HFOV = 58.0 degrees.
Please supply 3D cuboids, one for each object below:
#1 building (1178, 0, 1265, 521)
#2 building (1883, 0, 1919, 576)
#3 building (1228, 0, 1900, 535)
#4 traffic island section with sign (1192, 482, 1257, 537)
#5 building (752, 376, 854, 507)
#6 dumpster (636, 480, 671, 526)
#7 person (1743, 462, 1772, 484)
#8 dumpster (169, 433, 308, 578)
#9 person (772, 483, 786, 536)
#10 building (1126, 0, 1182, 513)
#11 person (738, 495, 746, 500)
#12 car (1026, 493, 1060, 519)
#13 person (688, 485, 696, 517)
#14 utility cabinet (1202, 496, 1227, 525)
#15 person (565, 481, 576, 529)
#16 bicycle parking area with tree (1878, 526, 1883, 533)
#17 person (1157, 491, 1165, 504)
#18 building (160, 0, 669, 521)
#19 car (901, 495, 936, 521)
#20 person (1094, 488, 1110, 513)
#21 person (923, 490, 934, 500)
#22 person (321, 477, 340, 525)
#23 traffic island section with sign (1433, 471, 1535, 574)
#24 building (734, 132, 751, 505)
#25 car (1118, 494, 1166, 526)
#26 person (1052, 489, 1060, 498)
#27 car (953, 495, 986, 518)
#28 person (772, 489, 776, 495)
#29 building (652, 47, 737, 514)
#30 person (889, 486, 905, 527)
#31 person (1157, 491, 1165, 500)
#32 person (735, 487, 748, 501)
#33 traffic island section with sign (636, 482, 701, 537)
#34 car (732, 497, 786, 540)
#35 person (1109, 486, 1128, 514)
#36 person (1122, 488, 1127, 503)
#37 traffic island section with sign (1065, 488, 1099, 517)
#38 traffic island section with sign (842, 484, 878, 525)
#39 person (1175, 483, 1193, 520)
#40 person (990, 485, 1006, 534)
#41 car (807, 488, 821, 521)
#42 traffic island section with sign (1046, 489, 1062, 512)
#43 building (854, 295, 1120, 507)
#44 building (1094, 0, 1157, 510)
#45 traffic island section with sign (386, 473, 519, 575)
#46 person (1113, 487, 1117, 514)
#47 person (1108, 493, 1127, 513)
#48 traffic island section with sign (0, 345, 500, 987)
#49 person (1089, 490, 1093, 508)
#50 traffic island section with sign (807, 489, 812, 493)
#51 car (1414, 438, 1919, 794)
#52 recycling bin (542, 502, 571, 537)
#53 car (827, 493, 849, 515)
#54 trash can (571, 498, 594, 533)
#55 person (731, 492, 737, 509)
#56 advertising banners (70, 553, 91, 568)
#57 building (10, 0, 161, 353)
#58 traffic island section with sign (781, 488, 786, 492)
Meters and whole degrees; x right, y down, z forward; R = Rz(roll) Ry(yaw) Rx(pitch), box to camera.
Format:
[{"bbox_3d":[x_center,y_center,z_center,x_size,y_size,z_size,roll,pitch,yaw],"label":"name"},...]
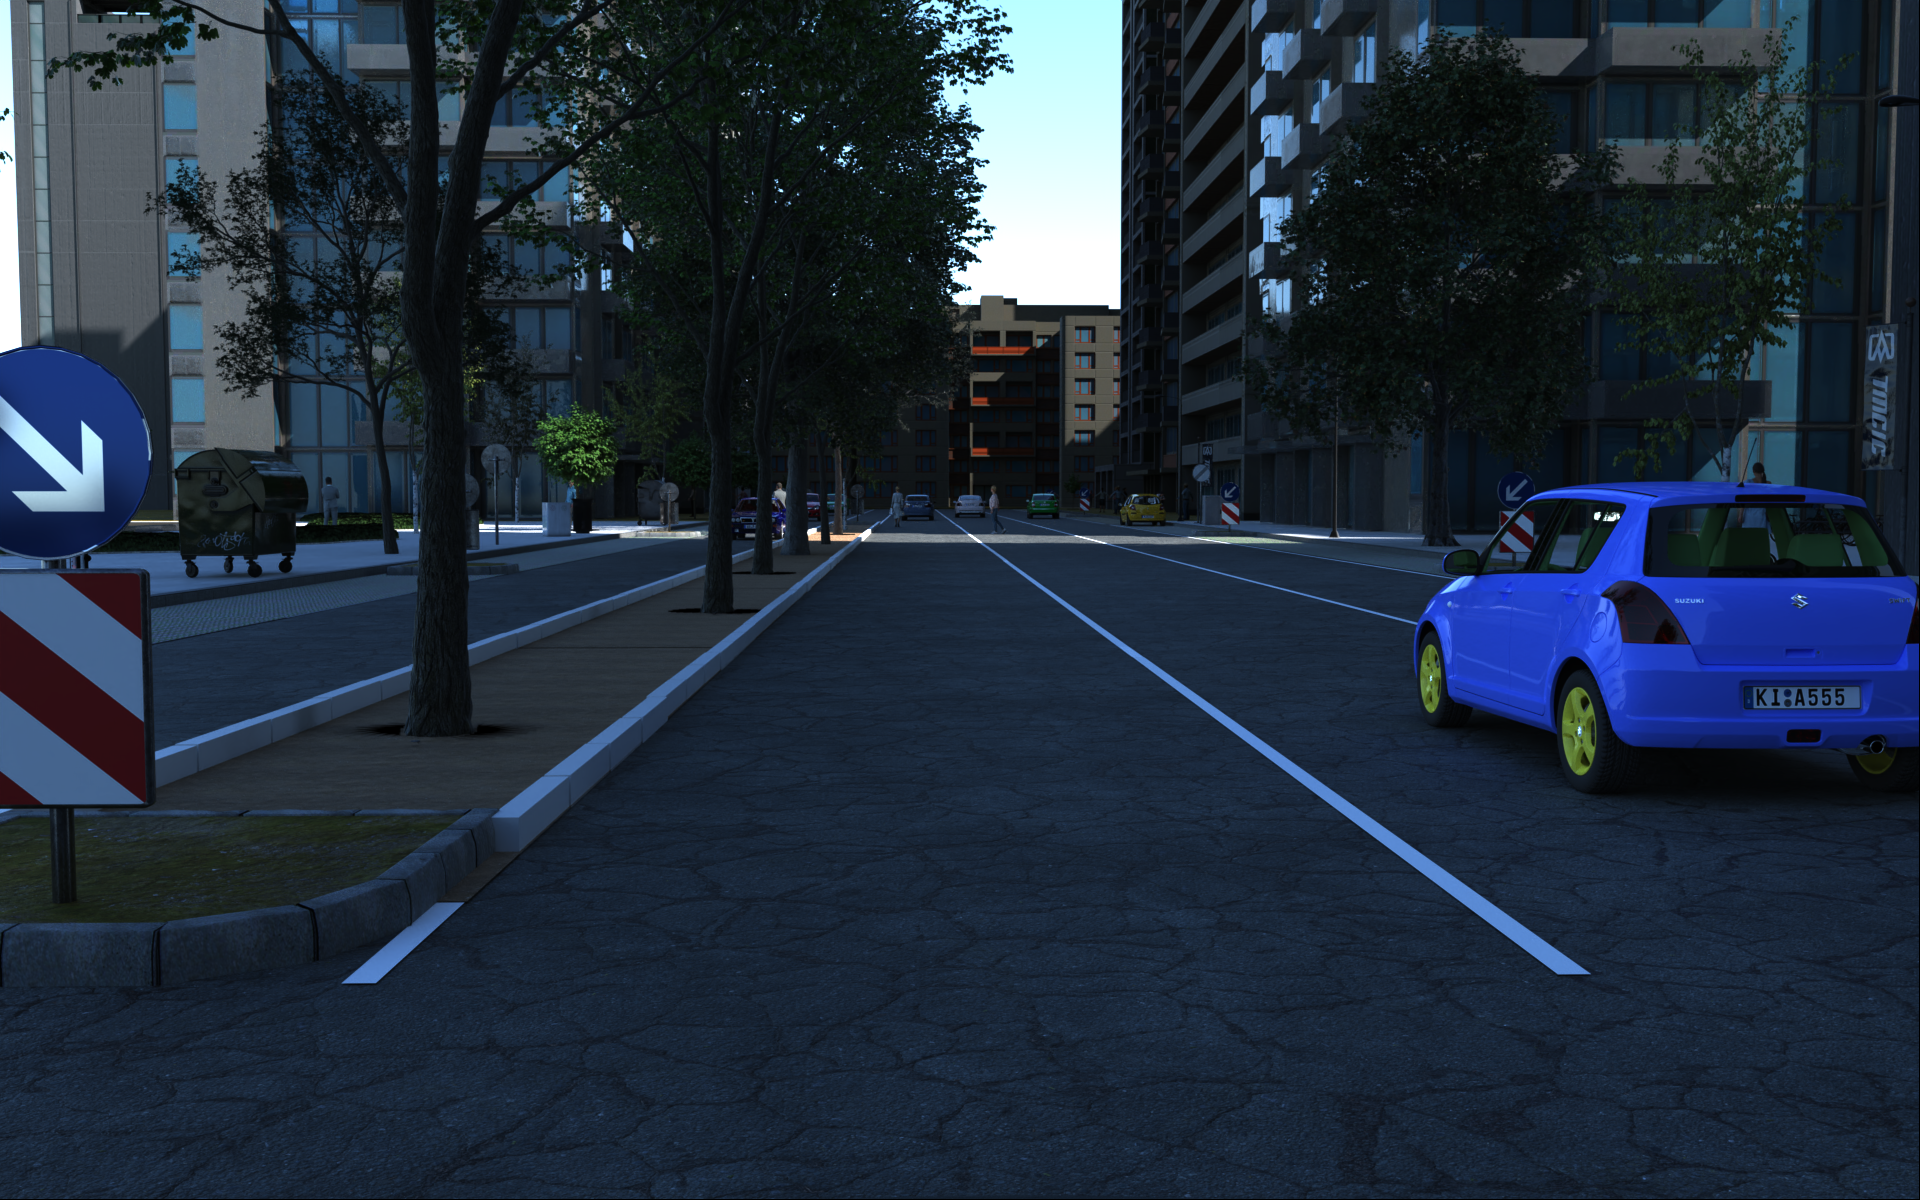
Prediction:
[{"bbox_3d":[24.122,-28.717,93.233,21.300,48.544,21.600,0,4,-2],"label":"building"},{"bbox_3d":[29.245,-29.121,18.135,28.212,58.520,21.231,0,4,-2],"label":"building"},{"bbox_3d":[23.761,-27.314,66.193,23.786,49.044,30.456,0,4,-2],"label":"building"},{"bbox_3d":[8.929,-3.070,58.824,1.989,1.847,2.006,0,4,-2],"label":"traffic island section with sign"},{"bbox_3d":[-25.465,-20.581,181.544,28.899,21.520,27.650,0,4,-2],"label":"building"},{"bbox_3d":[-12.543,-3.989,70.984,1.264,1.857,1.865,0,4,-2],"label":"dumpster"},{"bbox_3d":[13.360,-1.397,28.978,0.616,1.811,0.778,2,4,30],"label":"person"},{"bbox_3d":[-11.348,-1.516,27.284,1.502,2.255,1.985,0,4,-1],"label":"dumpster"},{"bbox_3d":[-6.056,-3.034,58.204,0.694,1.812,0.767,-2,4,-34],"label":"person"},{"bbox_3d":[23.918,-28.374,118.538,22.147,44.769,28.867,0,4,-2],"label":"building"},{"bbox_3d":[-15.719,-7.150,126.165,0.991,1.433,0.599,0,4,8],"label":"person"},{"bbox_3d":[4.873,-5.689,101.816,1.959,1.807,4.718,0,3,0],"label":"car"},{"bbox_3d":[-15.008,-5.577,97.236,0.705,1.823,1.348,0,4,6],"label":"person"},{"bbox_3d":[10.532,-3.695,71.577,1.020,1.237,0.306,-1,4,-21],"label":"utility cabinet"},{"bbox_3d":[-14.290,-3.554,64.017,0.748,1.841,0.638,-2,4,-26],"label":"person"},{"bbox_3d":[25.095,-3.499,44.219,8.231,4.147,9.016,-3,5,-42],"label":"bicycle parking area with tree"},{"bbox_3d":[11.440,-5.514,99.385,0.628,1.438,0.799,-1,4,-9],"label":"person"},{"bbox_3d":[-28.473,-29.090,95.222,23.786,49.044,30.456,0,4,-2],"label":"building"},{"bbox_3d":[-2.306,-5.074,94.967,2.014,1.417,4.499,0,3,0],"label":"car"},{"bbox_3d":[9.887,-6.955,120.539,1.217,1.735,0.721,0,4,-5],"label":"person"},{"bbox_3d":[-2.925,-8.701,150.742,1.348,1.826,0.705,-2,4,-23],"label":"person"},{"bbox_3d":[-18.998,-2.818,52.300,0.511,1.800,0.466,-1,4,-18],"label":"person"},{"bbox_3d":[9.659,-1.383,31.246,1.989,1.847,2.006,0,4,-2],"label":"traffic island section with sign"},{"bbox_3d":[-31.824,-36.743,142.750,28.212,58.520,21.231,0,4,-2],"label":"building"},{"bbox_3d":[8.209,-4.149,78.061,2.015,1.641,3.980,0,4,-1],"label":"car"},{"bbox_3d":[8.353,-9.087,155.321,1.217,1.736,0.721,-1,4,-10],"label":"person"},{"bbox_3d":[0.610,-5.789,107.014,2.083,1.381,4.827,0,4,0],"label":"car"},{"bbox_3d":[-15.960,-8.729,149.321,0.990,1.755,0.434,-1,4,-20],"label":"person"},{"bbox_3d":[-27.569,-30.431,121.250,21.300,48.544,21.600,0,4,-2],"label":"building"},{"bbox_3d":[-2.760,-4.082,75.594,0.694,1.780,0.624,1,4,17],"label":"person"},{"bbox_3d":[10.757,-5.199,94.243,0.799,1.438,0.628,0,4,1],"label":"person"},{"bbox_3d":[-14.175,-6.465,112.448,0.721,1.736,1.217,2,4,35],"label":"person"},{"bbox_3d":[-9.790,-3.040,58.333,1.989,1.847,2.006,0,4,-2],"label":"traffic island section with sign"},{"bbox_3d":[-6.419,-2.618,55.389,1.945,1.354,3.894,0,4,-1],"label":"car"},{"bbox_3d":[9.965,-6.284,108.867,1.350,1.814,0.705,-1,4,-20],"label":"person"},{"bbox_3d":[11.557,-6.934,120.233,0.721,1.723,1.217,1,4,9],"label":"person"},{"bbox_3d":[7.616,-6.101,108.375,1.989,1.847,2.006,0,4,-2],"label":"traffic island section with sign"},{"bbox_3d":[-4.826,-4.461,81.081,2.006,1.907,1.989,0,4,-2],"label":"traffic island section with sign"},{"bbox_3d":[11.062,-4.818,84.904,0.705,1.814,1.350,3,5,45],"label":"person"},{"bbox_3d":[1.352,-3.213,61.704,0.598,1.740,0.731,0,4,1],"label":"person"},{"bbox_3d":[-8.190,-5.101,92.447,2.155,1.783,4.494,0,4,-1],"label":"car"},{"bbox_3d":[6.893,-7.776,135.765,1.989,1.847,2.006,0,4,-2],"label":"traffic island section with sign"},{"bbox_3d":[4.041,-20.587,181.636,28.899,21.520,27.650,0,4,-2],"label":"building"},{"bbox_3d":[22.531,-43.108,143.072,20.563,71.187,20.611,0,4,-2],"label":"building"},{"bbox_3d":[-9.074,-1.383,31.248,1.989,1.847,2.006,0,4,-2],"label":"traffic island section with sign"},{"bbox_3d":[10.124,-6.517,113.318,0.721,1.743,1.217,1,4,11],"label":"person"},{"bbox_3d":[10.816,-6.910,119.027,1.348,1.822,0.705,0,4,-6],"label":"person"},{"bbox_3d":[-2.824,0.133,5.969,2.006,1.907,1.989,0,4,-2],"label":"traffic island section with sign"},{"bbox_3d":[11.896,-9.198,157.898,0.415,1.643,0.593,2,4,30],"label":"person"},{"bbox_3d":[-11.833,-7.765,135.582,1.989,1.847,2.006,0,4,-2],"label":"traffic island section with sign"},{"bbox_3d":[3.755,0.000,9.598,1.945,1.707,3.694,0,4,-2],"label":"car"},{"bbox_3d":[-12.258,-2.450,52.604,0.722,1.027,0.722,-2,4,-26],"label":"recycling bin"},{"bbox_3d":[-8.352,-6.539,115.703,1.959,1.807,4.718,0,4,-2],"label":"car"},{"bbox_3d":[-12.332,-2.747,56.572,0.748,1.137,0.748,0,3,0],"label":"trash can"},{"bbox_3d":[-15.485,-6.694,116.209,1.217,1.735,0.721,-1,4,-14],"label":"person"},{"bbox_3d":[-11.330,-1.587,22.133,0.090,3.025,2.074,-2,4,-34],"label":"advertising banners"},{"bbox_3d":[-68.448,-28.227,145.103,14.086,41.232,14.154,0,4,-2],"label":"building"},{"bbox_3d":[-11.123,-6.117,108.636,1.989,1.847,2.006,0,4,-2],"label":"traffic island section with sign"}]
